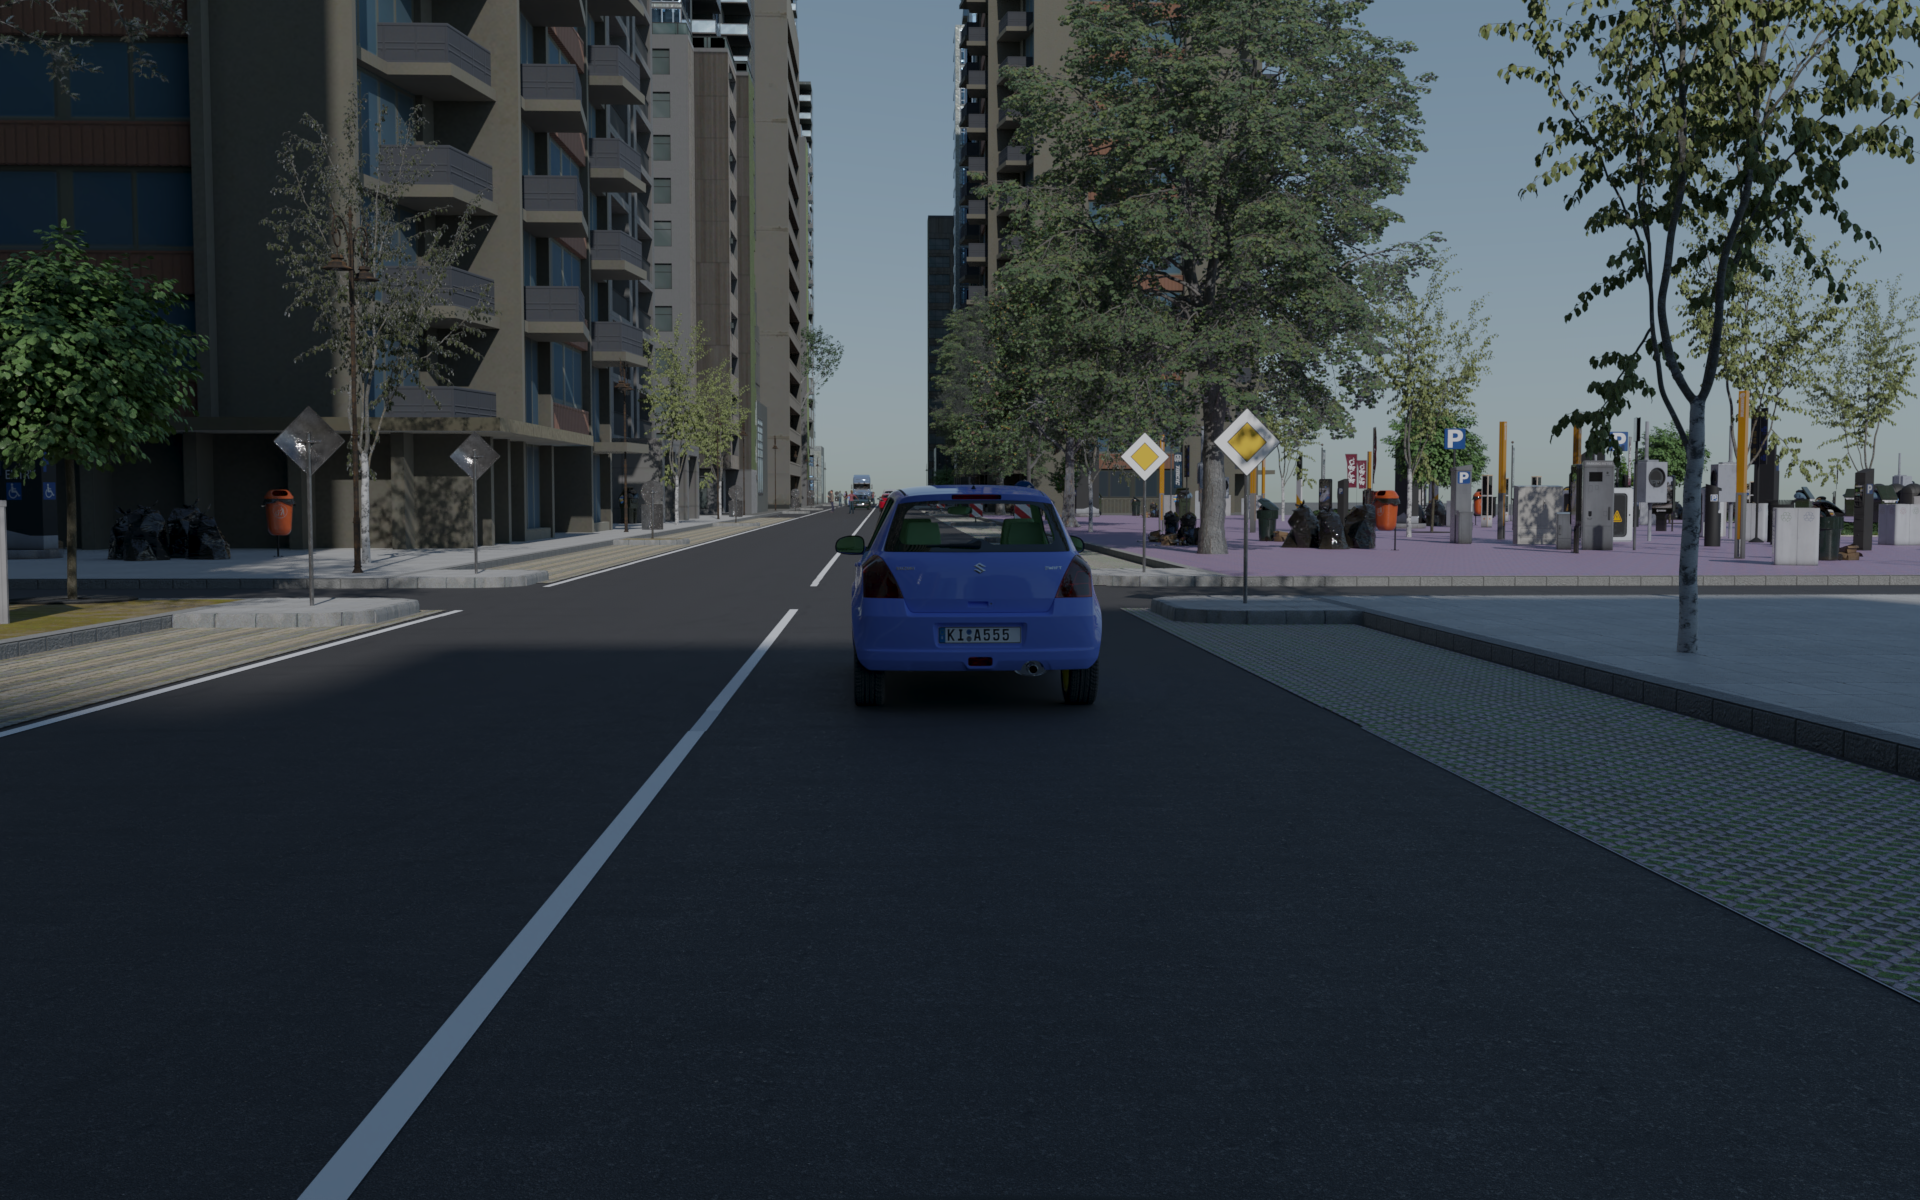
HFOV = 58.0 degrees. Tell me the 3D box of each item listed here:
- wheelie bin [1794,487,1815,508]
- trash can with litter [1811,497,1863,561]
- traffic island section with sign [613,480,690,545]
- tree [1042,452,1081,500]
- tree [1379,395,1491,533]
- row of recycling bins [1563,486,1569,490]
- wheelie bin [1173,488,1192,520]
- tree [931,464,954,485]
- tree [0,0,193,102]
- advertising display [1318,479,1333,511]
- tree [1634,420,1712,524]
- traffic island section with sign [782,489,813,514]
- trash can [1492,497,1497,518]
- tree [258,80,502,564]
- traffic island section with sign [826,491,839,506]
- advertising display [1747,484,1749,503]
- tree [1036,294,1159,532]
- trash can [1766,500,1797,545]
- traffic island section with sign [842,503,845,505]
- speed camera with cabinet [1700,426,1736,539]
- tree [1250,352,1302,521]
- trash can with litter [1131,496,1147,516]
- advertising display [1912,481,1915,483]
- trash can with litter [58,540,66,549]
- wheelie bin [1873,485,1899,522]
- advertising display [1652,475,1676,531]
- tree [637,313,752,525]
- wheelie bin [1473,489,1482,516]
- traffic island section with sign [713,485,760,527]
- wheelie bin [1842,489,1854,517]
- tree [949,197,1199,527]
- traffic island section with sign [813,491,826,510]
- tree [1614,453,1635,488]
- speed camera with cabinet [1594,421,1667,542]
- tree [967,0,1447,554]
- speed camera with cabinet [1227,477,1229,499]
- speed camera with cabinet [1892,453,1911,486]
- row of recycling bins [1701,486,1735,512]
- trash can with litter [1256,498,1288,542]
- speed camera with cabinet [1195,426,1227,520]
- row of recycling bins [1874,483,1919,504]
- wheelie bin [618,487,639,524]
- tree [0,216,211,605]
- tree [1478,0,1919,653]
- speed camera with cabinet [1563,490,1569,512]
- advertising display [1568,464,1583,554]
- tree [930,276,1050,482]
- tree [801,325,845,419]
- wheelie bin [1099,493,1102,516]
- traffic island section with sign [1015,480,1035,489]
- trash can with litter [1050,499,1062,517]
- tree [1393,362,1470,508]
[{"bbox_3d":[35.828,-4.015,73.550,0.693,1.594,0.980,3,5,44],"label":"wheelie bin"},{"bbox_3d":[16.943,-1.357,33.579,1.055,1.170,0.624,-1,4,-22],"label":"trash can with litter"},{"bbox_3d":[-8.729,-2.480,49.179,1.989,1.847,2.006,0,4,-2],"label":"traffic island section with sign"},{"bbox_3d":[4.706,-5.080,77.659,1.663,3.219,1.824,0,3,0],"label":"tree"},{"bbox_3d":[15.623,-4.513,57.502,4.285,4.588,4.351,0,3,0],"label":"tree"},{"bbox_3d":[32.675,-5.061,89.868,1.069,1.692,3.534,-2,4,-28],"label":"row of recycling bins"},{"bbox_3d":[11.018,-4.741,85.420,0.980,1.594,0.693,-1,4,-17],"label":"wheelie bin"},{"bbox_3d":[-1.524,-12.683,191.077,4.285,4.588,4.351,0,3,0],"label":"tree"},{"bbox_3d":[-10.249,-6.147,10.878,12.009,13.543,11.850,0,3,0],"label":"tree"},{"bbox_3d":[15.389,-4.143,72.945,0.123,1.923,0.974,-1,4,-17],"label":"advertising display"},{"bbox_3d":[30.748,-5.578,74.918,4.285,4.588,4.351,0,3,0],"label":"tree"},{"bbox_3d":[-12.087,-7.291,127.839,1.989,1.847,2.006,0,4,-2],"label":"traffic island section with sign"},{"bbox_3d":[28.693,-5.020,93.738,0.748,1.137,0.748,0,3,0],"label":"trash can"},{"bbox_3d":[-10.818,-4.990,31.957,4.360,8.622,3.978,0,3,0],"label":"tree"},{"bbox_3d":[-15.529,-12.230,208.587,1.989,1.847,2.006,0,4,-2],"label":"traffic island section with sign"},{"bbox_3d":[48.419,-6.137,105.551,0.974,1.923,0.123,2,4,31],"label":"advertising display"},{"bbox_3d":[4.457,-6.588,58.078,4.360,8.622,3.978,0,3,0],"label":"tree"},{"bbox_3d":[20.699,-1.959,43.687,0.748,1.137,0.748,0,3,0],"label":"trash can"},{"bbox_3d":[-16.710,-13.930,236.386,1.989,1.847,2.006,0,4,-2],"label":"traffic island section with sign"},{"bbox_3d":[22.144,-3.452,50.781,0.660,3.252,2.038,0,4,5],"label":"speed camera with cabinet"},{"bbox_3d":[15.443,-8.041,81.830,4.737,8.622,4.395,0,3,0],"label":"tree"},{"bbox_3d":[10.543,-5.508,101.444,1.055,1.170,0.624,0,4,-2],"label":"trash can with litter"},{"bbox_3d":[46.583,-4.912,85.527,0.123,1.923,0.974,-3,5,-43],"label":"advertising display"},{"bbox_3d":[-19.668,-1.569,37.043,1.055,1.170,0.624,-2,4,-32],"label":"trash can with litter"},{"bbox_3d":[32.698,-3.270,61.373,0.980,1.594,0.693,-1,4,-8],"label":"wheelie bin"},{"bbox_3d":[24.215,-3.336,59.762,0.123,1.923,0.974,-2,4,-33],"label":"advertising display"},{"bbox_3d":[-11.563,-7.417,71.624,4.737,8.622,4.395,0,3,0],"label":"tree"},{"bbox_3d":[30.043,-5.616,99.722,0.980,1.594,0.693,-2,4,-30],"label":"wheelie bin"},{"bbox_3d":[-9.909,-4.175,76.883,1.989,1.847,2.006,0,4,-2],"label":"traffic island section with sign"},{"bbox_3d":[50.682,-5.539,98.476,0.693,1.594,0.980,-3,5,-43],"label":"wheelie bin"},{"bbox_3d":[4.352,-9.190,67.272,9.611,12.733,9.660,0,3,0],"label":"tree"},{"bbox_3d":[-13.237,-8.938,154.770,1.989,1.847,2.006,0,4,-2],"label":"traffic island section with sign"},{"bbox_3d":[30.290,-5.193,79.511,1.663,3.219,1.824,0,3,0],"label":"tree"},{"bbox_3d":[18.085,-3.210,46.820,2.038,3.252,0.660,-1,4,-17],"label":"speed camera with cabinet"},{"bbox_3d":[5.314,-7.960,36.805,9.857,13.997,8.962,0,3,0],"label":"tree"},{"bbox_3d":[12.777,-5.712,87.732,2.038,3.252,0.660,-3,5,-42],"label":"speed camera with cabinet"},{"bbox_3d":[45.637,-5.417,82.910,0.660,3.252,2.038,-1,4,-15],"label":"speed camera with cabinet"},{"bbox_3d":[39.653,-5.141,91.172,3.534,1.692,1.069,-1,4,-19],"label":"row of recycling bins"},{"bbox_3d":[8.528,-2.168,46.838,0.624,1.170,1.055,-3,5,-39],"label":"trash can with litter"},{"bbox_3d":[7.214,-3.403,49.979,0.660,3.252,2.038,0,4,5],"label":"speed camera with cabinet"},{"bbox_3d":[36.279,-3.629,66.445,1.069,1.692,3.534,-1,4,-17],"label":"row of recycling bins"},{"bbox_3d":[-14.307,-4.101,74.965,0.693,1.594,0.980,2,4,24],"label":"wheelie bin"},{"bbox_3d":[-10.712,-2.255,20.585,4.285,4.588,4.351,0,3,0],"label":"tree"},{"bbox_3d":[6.093,-3.889,13.951,4.737,8.622,4.395,0,3,0],"label":"tree"},{"bbox_3d":[27.119,-4.968,75.560,0.660,3.252,2.038,-1,4,-15],"label":"speed camera with cabinet"},{"bbox_3d":[13.407,-1.988,37.711,0.123,1.923,0.974,1,4,12],"label":"advertising display"},{"bbox_3d":[3.597,-10.880,88.265,12.009,13.543,11.850,0,3,0],"label":"tree"},{"bbox_3d":[-18.782,-19.720,178.308,12.611,20.169,13.585,0,3,0],"label":"tree"},{"bbox_3d":[8.168,-5.856,103.660,0.693,1.594,0.980,0,4,2],"label":"wheelie bin"},{"bbox_3d":[1.728,-2.603,51.191,1.989,1.847,2.006,0,4,-2],"label":"traffic island section with sign"},{"bbox_3d":[4.638,-4.510,85.118,1.055,1.170,0.624,1,4,18],"label":"trash can with litter"},{"bbox_3d":[25.515,-8.844,94.959,4.360,8.622,3.978,0,3,0],"label":"tree"}]
